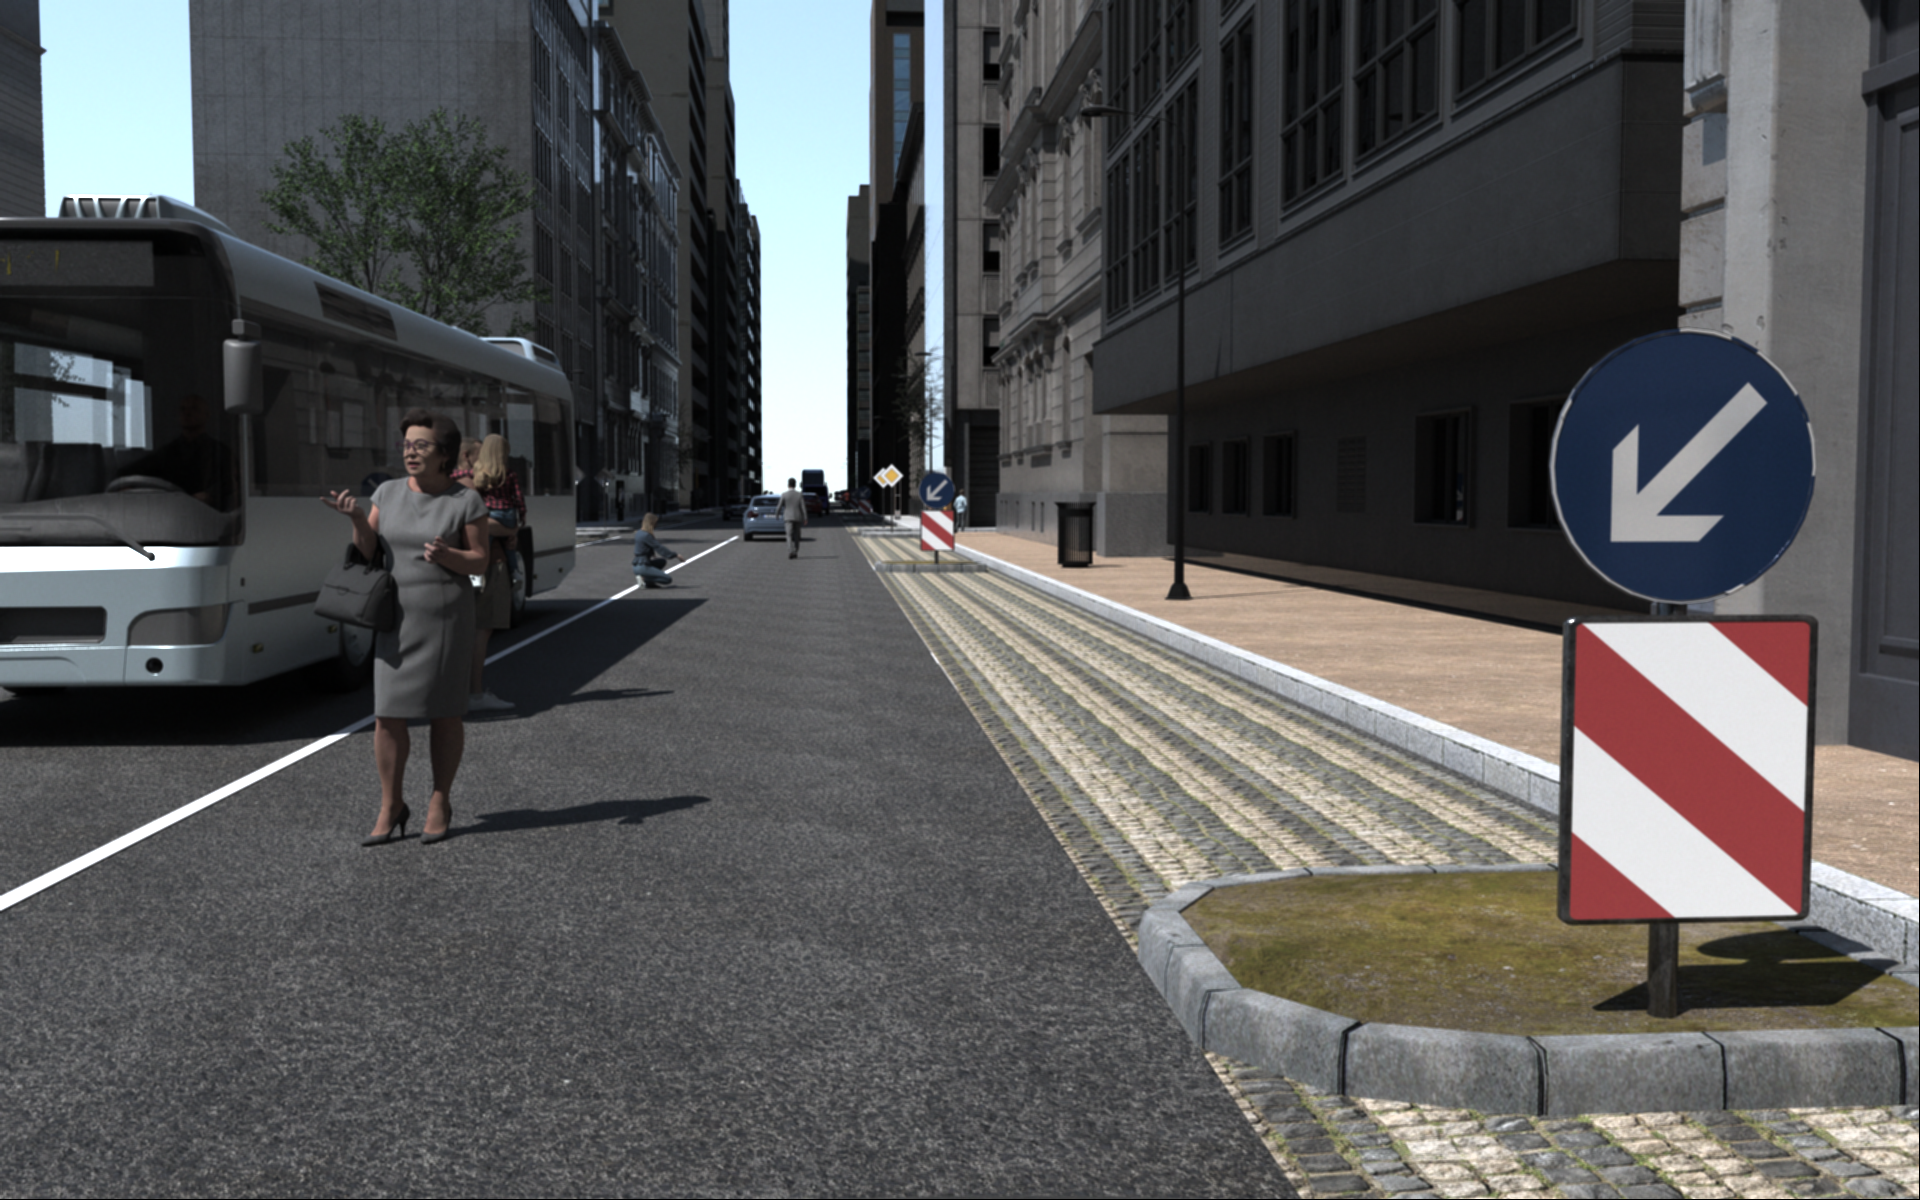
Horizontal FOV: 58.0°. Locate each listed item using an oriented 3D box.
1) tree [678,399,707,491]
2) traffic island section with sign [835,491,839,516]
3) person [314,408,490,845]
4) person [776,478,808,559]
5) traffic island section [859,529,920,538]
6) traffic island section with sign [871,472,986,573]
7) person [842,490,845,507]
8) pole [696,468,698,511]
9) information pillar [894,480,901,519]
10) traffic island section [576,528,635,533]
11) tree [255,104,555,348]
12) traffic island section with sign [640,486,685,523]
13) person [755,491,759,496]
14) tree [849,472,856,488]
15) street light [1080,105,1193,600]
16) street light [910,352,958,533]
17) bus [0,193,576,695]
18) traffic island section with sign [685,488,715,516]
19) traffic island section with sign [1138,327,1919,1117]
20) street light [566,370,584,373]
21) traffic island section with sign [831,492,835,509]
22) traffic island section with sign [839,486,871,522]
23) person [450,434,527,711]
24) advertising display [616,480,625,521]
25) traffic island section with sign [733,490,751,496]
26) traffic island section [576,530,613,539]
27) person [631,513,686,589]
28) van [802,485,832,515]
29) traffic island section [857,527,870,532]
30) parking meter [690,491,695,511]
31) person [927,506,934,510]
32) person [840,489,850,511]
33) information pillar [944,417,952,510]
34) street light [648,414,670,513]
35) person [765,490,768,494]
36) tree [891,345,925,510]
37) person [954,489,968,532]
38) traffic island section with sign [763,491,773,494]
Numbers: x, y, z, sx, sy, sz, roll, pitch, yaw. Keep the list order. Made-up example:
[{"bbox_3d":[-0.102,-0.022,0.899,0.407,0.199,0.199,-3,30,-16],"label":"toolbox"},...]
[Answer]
[{"bbox_3d":[-21.563,-11.086,131.623,4.360,8.622,3.978,0,3,0],"label":"tree"},{"bbox_3d":[-7.104,-6.493,114.783,1.989,1.847,2.006,0,4,-5],"label":"traffic island section with sign"},{"bbox_3d":[-2.298,0.110,7.063,0.716,1.782,0.532,0,4,3],"label":"person"},{"bbox_3d":[-3.730,-1.816,38.465,0.678,1.792,0.850,-1,4,-12],"label":"person"},{"bbox_3d":[-2.231,-2.140,57.277,2.009,0.180,2.903,0,4,-5],"label":"traffic island section"},{"bbox_3d":[-0.586,-1.446,32.271,1.989,1.847,2.006,0,4,-5],"label":"traffic island section with sign"},{"bbox_3d":[-11.730,-10.086,173.371,0.705,1.831,1.348,-1,4,-17],"label":"person"},{"bbox_3d":[-20.373,-8.584,134.198,0.158,3.312,0.155,0,3,0],"label":"pole"},{"bbox_3d":[-3.157,-5.077,87.502,0.304,2.012,0.304,0,4,-7],"label":"information pillar"},{"bbox_3d":[-13.219,-2.578,64.427,2.009,0.180,2.903,0,4,-5],"label":"traffic island section"},{"bbox_3d":[-14.978,-7.428,47.202,9.928,11.665,9.643,0,3,0],"label":"tree"},{"bbox_3d":[-15.012,-4.793,87.000,1.989,1.847,2.006,0,4,-5],"label":"traffic island section with sign"},{"bbox_3d":[-22.579,-11.276,193.538,1.217,1.739,0.721,-3,4,-38],"label":"person"},{"bbox_3d":[-12.756,-14.656,223.339,4.285,4.588,4.351,0,3,0],"label":"tree"},{"bbox_3d":[2.131,-2.958,20.909,1.470,5.913,1.316,0,4,-5],"label":"street light"},{"bbox_3d":[-0.795,-5.152,56.773,1.470,5.913,1.316,0,4,-5],"label":"street light"},{"bbox_3d":[-5.745,-1.246,15.225,2.948,3.499,13.247,0,4,-3],"label":"bus"},{"bbox_3d":[-17.157,-6.453,114.132,1.989,1.847,2.006,0,4,-5],"label":"traffic island section with sign"},{"bbox_3d":[1.571,0.226,4.926,1.989,1.847,2.006,0,4,-5],"label":"traffic island section with sign"},{"bbox_3d":[-14.786,-5.657,65.035,1.470,5.913,1.316,0,4,-5],"label":"street light"},{"bbox_3d":[-11.062,-9.560,164.929,1.989,1.847,2.006,0,4,-5],"label":"traffic island section with sign"},{"bbox_3d":[-4.984,-4.849,87.911,1.989,1.847,2.006,0,4,-5],"label":"traffic island section with sign"},{"bbox_3d":[-3.176,-0.189,11.569,0.580,1.828,0.573,1,4,17],"label":"person"},{"bbox_3d":[-16.013,-4.675,81.642,0.123,1.923,0.974,0,4,5],"label":"advertising display"},{"bbox_3d":[-21.088,-9.494,163.858,1.989,1.847,2.006,0,4,-5],"label":"traffic island section with sign"},{"bbox_3d":[-12.590,-2.091,56.466,2.009,0.180,2.903,0,4,-5],"label":"traffic island section"},{"bbox_3d":[-4.654,-0.757,26.377,0.738,1.151,1.012,-1,4,-23],"label":"person"},{"bbox_3d":[-10.056,-7.119,120.780,2.240,2.365,5.245,0,4,-4],"label":"van"},{"bbox_3d":[-2.860,-2.627,65.237,2.009,0.180,2.903,0,4,-5],"label":"traffic island section"},{"bbox_3d":[-20.052,-7.438,130.018,0.372,1.533,0.369,0,3,0],"label":"parking meter"},{"bbox_3d":[-0.841,-2.077,47.133,0.373,1.253,0.362,1,4,15],"label":"person"},{"bbox_3d":[-9.423,-8.348,144.920,1.348,1.831,0.705,-1,4,-14],"label":"person"},{"bbox_3d":[-0.381,-3.748,52.638,0.183,3.616,0.504,1,4,20],"label":"information pillar"},{"bbox_3d":[-17.555,-7.854,100.953,1.470,5.913,1.316,0,4,-5],"label":"street light"},{"bbox_3d":[-15.703,-8.098,141.608,0.721,1.736,1.217,-1,4,-9],"label":"person"},{"bbox_3d":[-1.419,-7.992,81.035,4.360,8.622,3.978,0,3,0],"label":"tree"},{"bbox_3d":[0.061,-3.061,60.350,0.330,1.601,0.589,-3,5,-44],"label":"person"},{"bbox_3d":[-29.696,-16.170,273.009,1.989,1.847,2.006,0,4,-5],"label":"traffic island section with sign"}]
